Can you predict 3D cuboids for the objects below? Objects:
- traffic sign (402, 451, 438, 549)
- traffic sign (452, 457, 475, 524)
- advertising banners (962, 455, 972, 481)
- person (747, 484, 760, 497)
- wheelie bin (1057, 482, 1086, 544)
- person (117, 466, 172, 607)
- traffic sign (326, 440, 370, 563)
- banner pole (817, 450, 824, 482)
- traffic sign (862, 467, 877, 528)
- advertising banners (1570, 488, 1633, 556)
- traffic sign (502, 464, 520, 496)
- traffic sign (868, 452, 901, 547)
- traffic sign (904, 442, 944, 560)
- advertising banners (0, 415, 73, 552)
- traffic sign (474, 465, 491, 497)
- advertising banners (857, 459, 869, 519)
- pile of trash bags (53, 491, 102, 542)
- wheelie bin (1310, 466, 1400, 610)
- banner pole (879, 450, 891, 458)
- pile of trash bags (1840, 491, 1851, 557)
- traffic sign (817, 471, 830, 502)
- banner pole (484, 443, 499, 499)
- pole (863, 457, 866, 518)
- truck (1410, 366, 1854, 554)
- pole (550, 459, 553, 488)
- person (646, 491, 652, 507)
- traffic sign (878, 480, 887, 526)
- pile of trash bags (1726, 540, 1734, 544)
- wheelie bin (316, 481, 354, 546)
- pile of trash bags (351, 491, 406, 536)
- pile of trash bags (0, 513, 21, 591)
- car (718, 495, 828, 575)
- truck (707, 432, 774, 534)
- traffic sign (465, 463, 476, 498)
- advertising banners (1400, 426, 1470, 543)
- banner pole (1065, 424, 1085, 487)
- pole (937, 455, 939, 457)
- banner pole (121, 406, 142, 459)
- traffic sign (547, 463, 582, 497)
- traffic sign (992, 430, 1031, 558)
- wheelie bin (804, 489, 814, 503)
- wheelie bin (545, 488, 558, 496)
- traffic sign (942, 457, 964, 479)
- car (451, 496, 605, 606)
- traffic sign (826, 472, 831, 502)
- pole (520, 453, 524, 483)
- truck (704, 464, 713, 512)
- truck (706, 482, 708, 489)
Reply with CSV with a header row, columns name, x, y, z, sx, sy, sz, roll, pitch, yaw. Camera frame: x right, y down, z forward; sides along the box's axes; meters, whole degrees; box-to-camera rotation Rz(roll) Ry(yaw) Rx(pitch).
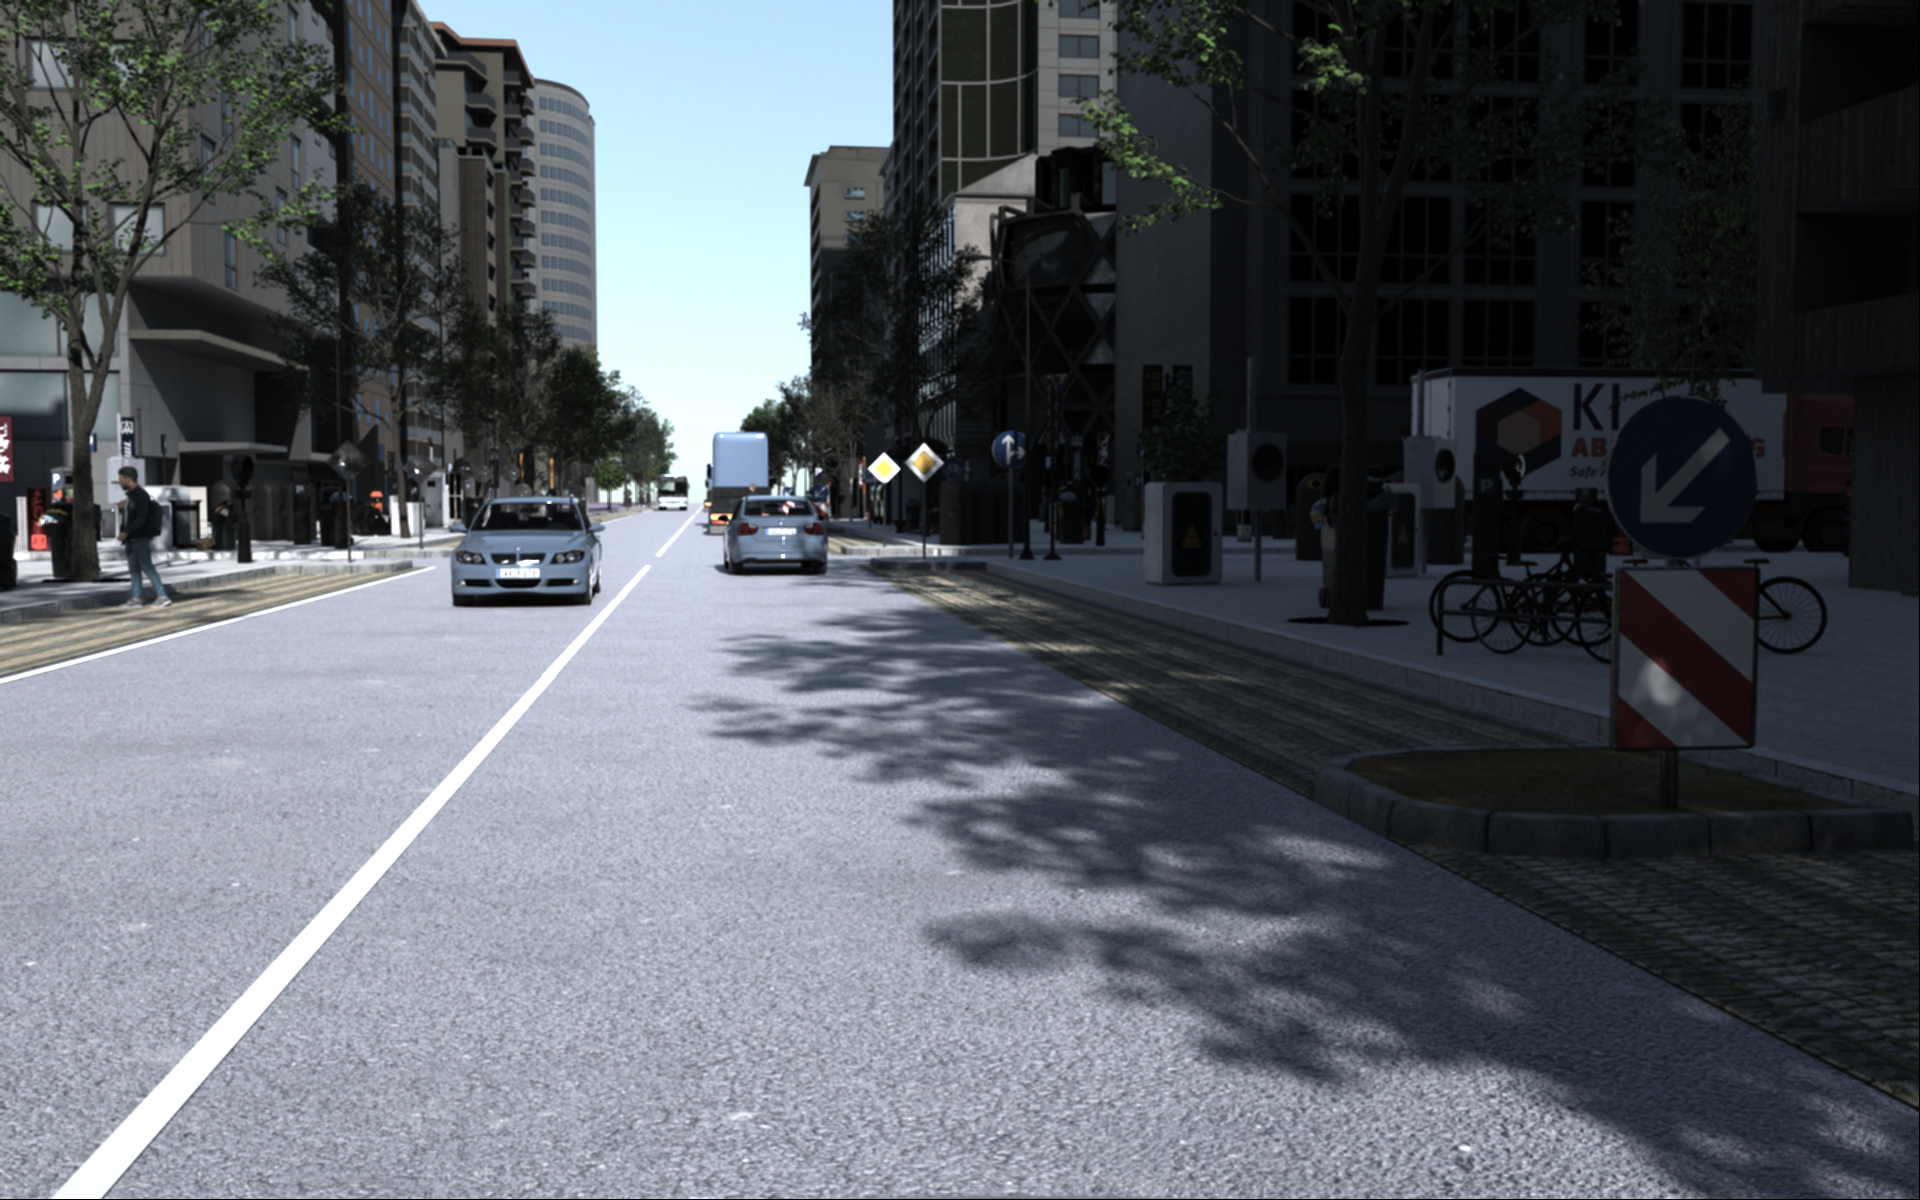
name,x,y,z,sx,sy,sz,roll,pitch,yaw
traffic sign,-12.514,-2.234,40.175,0.795,2.450,0.064,0,4,-8
traffic sign,-17.281,-3.681,60.298,0.768,2.556,0.104,0,4,-3
advertising banners,0.954,-4.992,77.803,2.074,3.025,0.090,2,4,32
person,-6.887,-3.016,58.231,0.534,1.772,0.576,1,4,18
wheelie bin,2.866,-2.251,44.704,0.693,1.594,0.980,0,4,-8
person,-10.380,-0.796,21.855,0.623,1.781,0.721,3,4,38
traffic sign,-11.390,-1.751,32.270,0.795,2.450,0.064,0,4,-8
banner pole,-7.704,-6.579,97.585,0.401,3.779,0.863,0,4,-2
traffic sign,-3.370,-3.831,64.772,0.606,2.300,0.079,0,4,-1
advertising banners,13.779,-2.440,36.082,2.074,3.025,0.090,3,5,40
traffic sign,-19.016,-4.480,73.353,0.768,2.556,0.104,0,4,-4
traffic sign,-1.824,-2.326,41.669,0.795,2.450,0.064,0,4,-8
traffic sign,-0.700,-1.842,33.763,0.795,2.450,0.064,0,4,-8
advertising banners,-20.550,-2.596,38.631,2.074,3.025,0.090,0,4,-5
traffic sign,-20.895,-4.630,75.802,0.768,2.556,0.104,0,4,-6
advertising banners,-4.525,-5.602,87.775,0.090,3.025,2.074,3,4,39
pile of trash bags,-23.855,-2.218,46.017,1.912,1.369,3.447,-2,4,-28
wheelie bin,4.430,-0.698,19.317,0.980,1.594,0.693,0,4,-5
banner pole,-4.329,-6.637,98.529,0.863,3.779,0.401,-1,4,-16
pile of trash bags,18.979,-1.570,35.417,1.912,1.369,3.447,0,4,3
traffic sign,-7.507,-5.845,95.669,0.768,2.556,0.104,0,4,0
banner pole,-23.832,-5.993,88.001,0.863,3.779,0.401,-1,4,-9
pole,-5.225,-6.133,94.115,0.158,3.312,0.155,0,3,0
truck,16.179,-3.113,39.817,11.283,4.237,2.839,0,4,-6
pole,-23.404,-6.453,99.343,0.158,3.312,0.155,0,3,0
person,-31.885,-10.325,177.754,0.568,1.767,0.683,1,4,19
traffic sign,-2.964,-4.226,69.093,0.884,2.594,0.081,0,4,-1
pile of trash bags,18.524,-2.198,45.697,3.447,1.369,1.912,1,4,20
wheelie bin,-15.330,-2.118,42.530,0.980,1.594,0.693,1,4,22
pile of trash bags,-18.229,-2.739,54.538,1.912,1.369,3.447,-2,4,-25
pile of trash bags,-13.384,-0.780,22.508,1.912,1.369,3.447,-1,4,-22
car,-3.460,-1.230,32.117,2.014,1.417,4.499,-1,4,-10
truck,-8.742,-4.867,69.335,2.967,4.110,18.799,0,4,-8
traffic sign,-18.111,-3.872,63.421,0.768,2.556,0.104,0,4,2
advertising banners,12.311,-2.980,44.912,2.074,3.025,0.090,-1,4,-16
banner pole,4.023,-4.393,61.845,0.863,3.779,0.401,0,4,4
pole,-1.006,-5.284,80.241,0.158,3.312,0.155,0,3,0
banner pole,-23.672,-3.644,49.598,0.863,3.779,0.401,1,4,9
traffic sign,-25.891,-7.305,113.316,2.265,3.308,0.079,0,4,-3
traffic sign,1.025,-2.112,34.644,0.768,2.556,0.104,0,4,-3
wheelie bin,-9.394,-6.170,108.787,0.693,1.594,0.980,1,4,10
wheelie bin,-22.878,-5.452,97.051,0.693,1.594,0.980,-2,4,-30
traffic sign,-0.240,-3.668,60.078,0.768,2.556,0.104,0,4,1
car,-5.866,-0.717,23.734,2.014,1.417,4.499,-1,4,-9
traffic sign,-7.748,-6.149,100.634,0.768,2.556,0.104,0,4,-6
pole,-21.747,-5.635,85.982,0.158,3.312,0.155,0,3,0
truck,-20.587,-9.738,148.970,2.967,4.110,18.799,0,4,-7
truck,-29.840,-13.463,216.047,3.469,3.379,9.791,-1,4,-9
